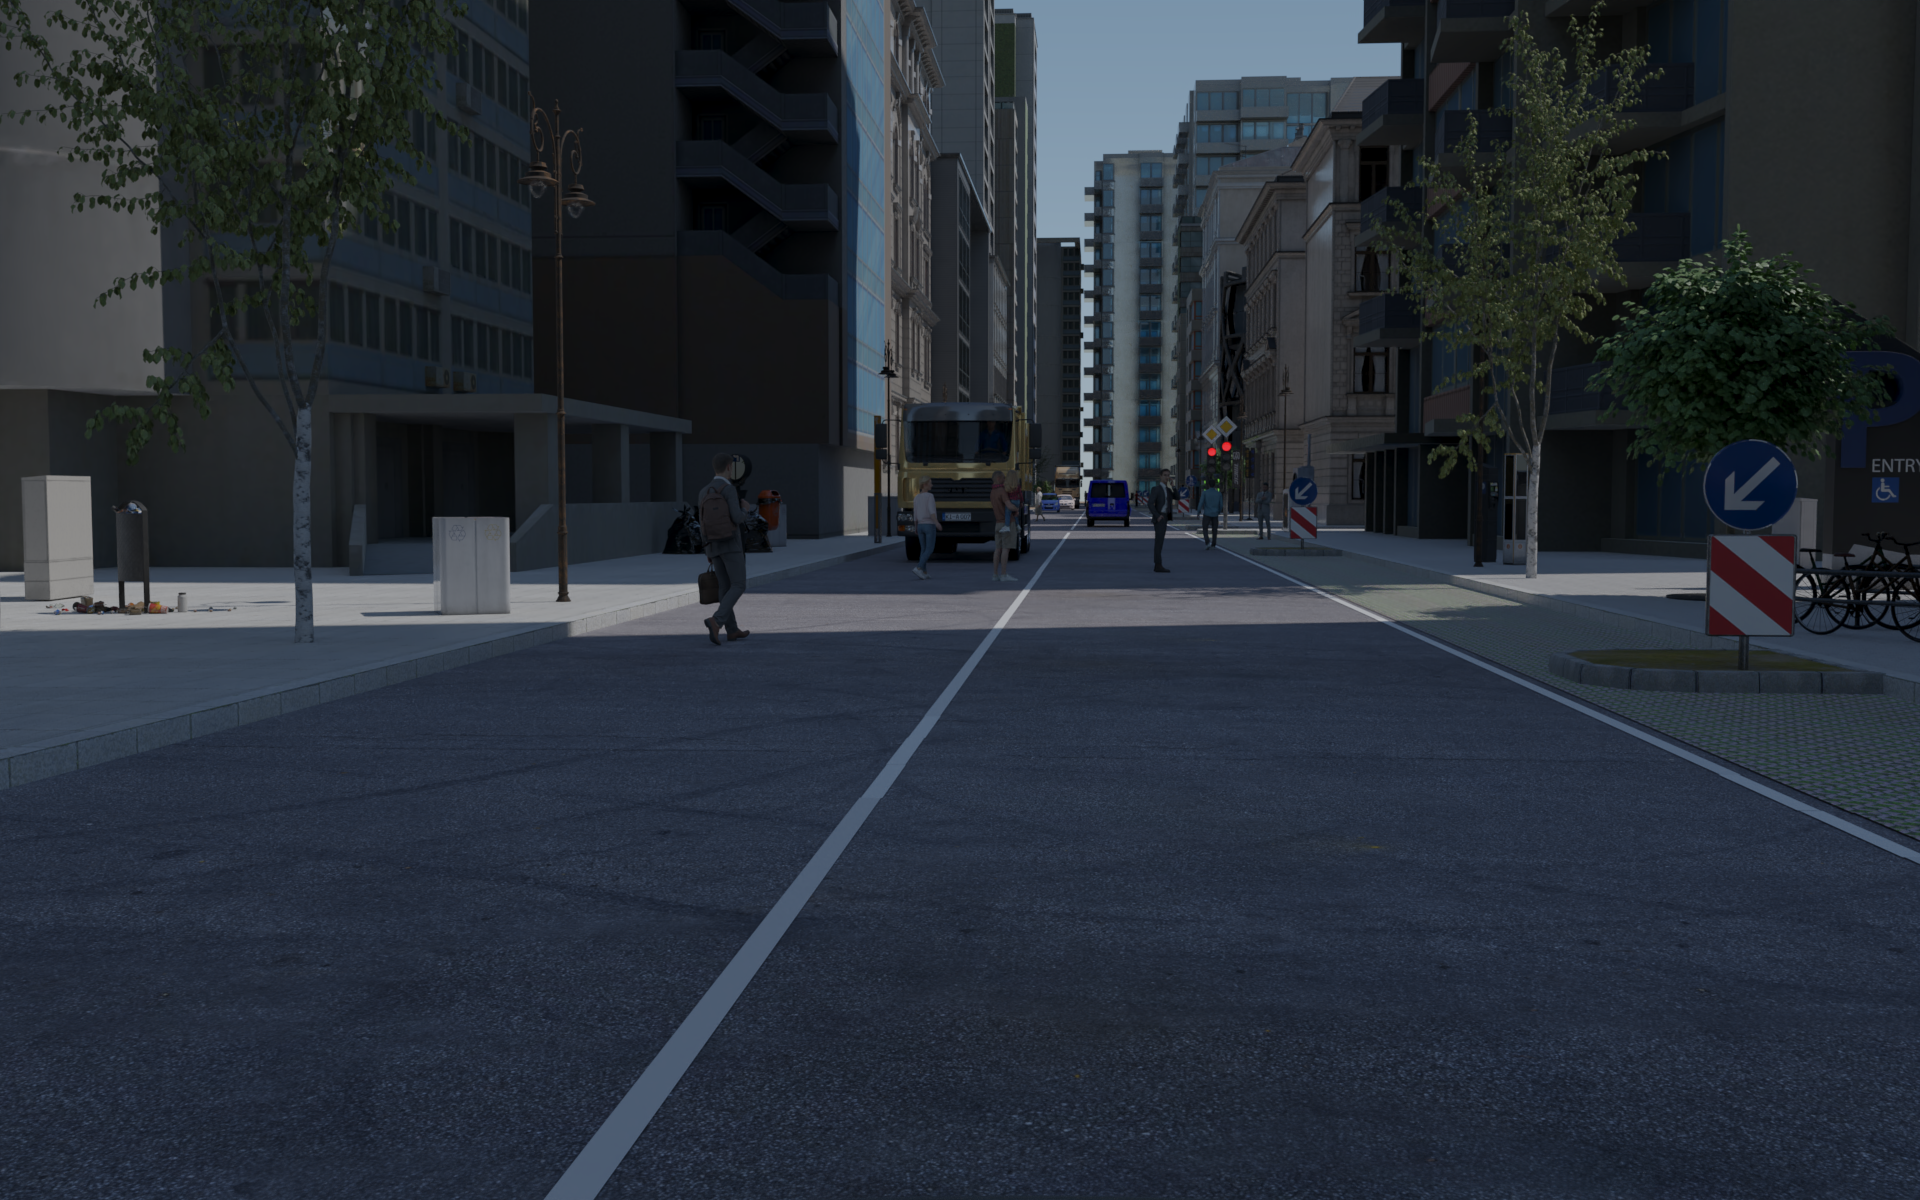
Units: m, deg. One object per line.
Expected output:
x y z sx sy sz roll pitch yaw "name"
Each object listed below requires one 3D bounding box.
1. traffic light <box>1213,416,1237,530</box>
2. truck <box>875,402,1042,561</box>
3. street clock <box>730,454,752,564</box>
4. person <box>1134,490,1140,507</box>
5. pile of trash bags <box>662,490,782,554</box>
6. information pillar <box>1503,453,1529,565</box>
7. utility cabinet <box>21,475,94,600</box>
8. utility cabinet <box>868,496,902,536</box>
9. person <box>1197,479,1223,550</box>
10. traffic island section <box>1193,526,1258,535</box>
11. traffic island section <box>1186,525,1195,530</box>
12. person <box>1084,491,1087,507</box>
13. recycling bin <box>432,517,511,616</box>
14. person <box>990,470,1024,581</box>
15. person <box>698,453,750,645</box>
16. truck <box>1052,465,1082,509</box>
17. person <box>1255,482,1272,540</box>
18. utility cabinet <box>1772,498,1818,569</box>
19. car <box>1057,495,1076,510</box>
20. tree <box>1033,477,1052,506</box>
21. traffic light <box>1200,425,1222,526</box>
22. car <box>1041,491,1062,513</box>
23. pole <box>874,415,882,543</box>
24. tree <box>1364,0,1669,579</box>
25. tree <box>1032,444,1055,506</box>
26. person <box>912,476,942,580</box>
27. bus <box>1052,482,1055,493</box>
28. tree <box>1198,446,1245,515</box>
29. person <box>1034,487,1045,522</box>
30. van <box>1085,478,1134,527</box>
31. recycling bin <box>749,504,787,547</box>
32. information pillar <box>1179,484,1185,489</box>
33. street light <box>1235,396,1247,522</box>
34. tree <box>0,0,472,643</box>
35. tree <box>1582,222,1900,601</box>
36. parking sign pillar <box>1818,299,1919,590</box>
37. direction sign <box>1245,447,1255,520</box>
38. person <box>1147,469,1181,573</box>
9.530 -4.484 62.229 0.839 4.253 0.868 0 4 5 "traffic light"
0.229 -2.667 39.536 3.469 3.379 9.791 0 4 4 "truck"
-4.033 -1.647 31.499 0.471 2.002 0.358 2 4 27 "street clock"
19.763 -11.358 194.143 0.705 1.831 1.348 3 5 43 "person"
-4.953 -1.738 38.171 1.912 1.369 3.447 2 4 25 "pile of trash bags"
10.041 -1.640 31.299 0.304 2.012 0.304 -1 4 -21 "information pillar"
-11.037 -0.765 21.184 0.318 1.500 1.173 0 4 -3 "utility cabinet"
-2.319 -2.587 53.467 1.020 1.237 0.306 1 4 14 "utility cabinet"
6.459 -2.210 44.651 0.660 1.820 0.620 -1 4 -8 "person"
9.569 -2.450 62.340 2.009 0.180 2.903 0 4 5 "traffic island section"
10.205 -2.937 70.300 2.009 0.180 2.903 0 4 5 "traffic island section"
14.267 -11.487 196.332 0.705 1.822 1.348 -1 4 -11 "person"
-5.278 -0.376 18.702 0.722 1.027 0.722 -2 4 -23 "recycling bin"
0.752 -1.225 28.510 0.580 1.828 0.573 1 4 16 "person"
-2.299 -0.505 16.713 0.622 1.834 0.822 2 4 32 "person"
10.495 -11.008 168.889 2.839 4.237 11.283 0 4 4 "truck"
9.481 -2.777 54.089 0.511 1.800 0.466 1 4 18 "person"
14.245 -1.127 29.581 0.306 1.237 1.020 0 4 0 "utility cabinet"
9.421 -8.820 156.573 2.083 1.381 4.827 0 4 4 "car"
8.683 -11.961 190.160 1.663 3.219 1.824 0 3 0 "tree"
10.165 -4.971 70.189 0.839 4.253 0.868 0 4 5 "traffic light"
6.942 -7.656 134.761 1.945 1.707 3.694 0 4 4 "car"
-2.138 -3.132 45.048 0.158 3.312 0.155 0 3 0 "pole"
8.617 -4.647 26.344 4.737 8.622 4.395 0 3 0 "tree"
7.844 -14.374 185.383 4.360 8.622 3.978 0 3 0 "tree"
-0.589 -1.218 29.080 0.731 1.740 0.598 3 4 36 "person"
12.156 -12.365 197.035 2.948 3.499 13.247 0 4 5 "bus"
16.343 -7.517 106.625 4.285 4.588 4.351 0 3 0 "tree"
4.167 -4.986 90.253 0.641 1.798 0.478 3 4 38 "person"
6.633 -4.449 77.131 2.240 2.365 5.245 0 4 6 "van"
-4.700 -1.810 42.140 0.722 1.027 0.722 2 4 27 "recycling bin"
16.247 -7.486 126.883 0.304 2.012 0.304 -1 4 -18 "information pillar"
13.057 -6.582 80.409 0.468 5.910 1.993 0 4 5 "street light"
-5.845 -3.946 14.883 4.737 8.622 4.395 0 3 0 "tree"
9.387 -2.289 21.147 4.285 4.588 4.351 0 3 0 "tree"
12.625 -2.157 23.736 1.447 3.967 1.447 1 4 10 "parking sign pillar"
14.147 -5.662 84.574 0.379 3.537 0.876 -1 4 -20 "direction sign"
3.767 -1.470 31.893 0.474 1.900 0.648 2 4 30 "person"
